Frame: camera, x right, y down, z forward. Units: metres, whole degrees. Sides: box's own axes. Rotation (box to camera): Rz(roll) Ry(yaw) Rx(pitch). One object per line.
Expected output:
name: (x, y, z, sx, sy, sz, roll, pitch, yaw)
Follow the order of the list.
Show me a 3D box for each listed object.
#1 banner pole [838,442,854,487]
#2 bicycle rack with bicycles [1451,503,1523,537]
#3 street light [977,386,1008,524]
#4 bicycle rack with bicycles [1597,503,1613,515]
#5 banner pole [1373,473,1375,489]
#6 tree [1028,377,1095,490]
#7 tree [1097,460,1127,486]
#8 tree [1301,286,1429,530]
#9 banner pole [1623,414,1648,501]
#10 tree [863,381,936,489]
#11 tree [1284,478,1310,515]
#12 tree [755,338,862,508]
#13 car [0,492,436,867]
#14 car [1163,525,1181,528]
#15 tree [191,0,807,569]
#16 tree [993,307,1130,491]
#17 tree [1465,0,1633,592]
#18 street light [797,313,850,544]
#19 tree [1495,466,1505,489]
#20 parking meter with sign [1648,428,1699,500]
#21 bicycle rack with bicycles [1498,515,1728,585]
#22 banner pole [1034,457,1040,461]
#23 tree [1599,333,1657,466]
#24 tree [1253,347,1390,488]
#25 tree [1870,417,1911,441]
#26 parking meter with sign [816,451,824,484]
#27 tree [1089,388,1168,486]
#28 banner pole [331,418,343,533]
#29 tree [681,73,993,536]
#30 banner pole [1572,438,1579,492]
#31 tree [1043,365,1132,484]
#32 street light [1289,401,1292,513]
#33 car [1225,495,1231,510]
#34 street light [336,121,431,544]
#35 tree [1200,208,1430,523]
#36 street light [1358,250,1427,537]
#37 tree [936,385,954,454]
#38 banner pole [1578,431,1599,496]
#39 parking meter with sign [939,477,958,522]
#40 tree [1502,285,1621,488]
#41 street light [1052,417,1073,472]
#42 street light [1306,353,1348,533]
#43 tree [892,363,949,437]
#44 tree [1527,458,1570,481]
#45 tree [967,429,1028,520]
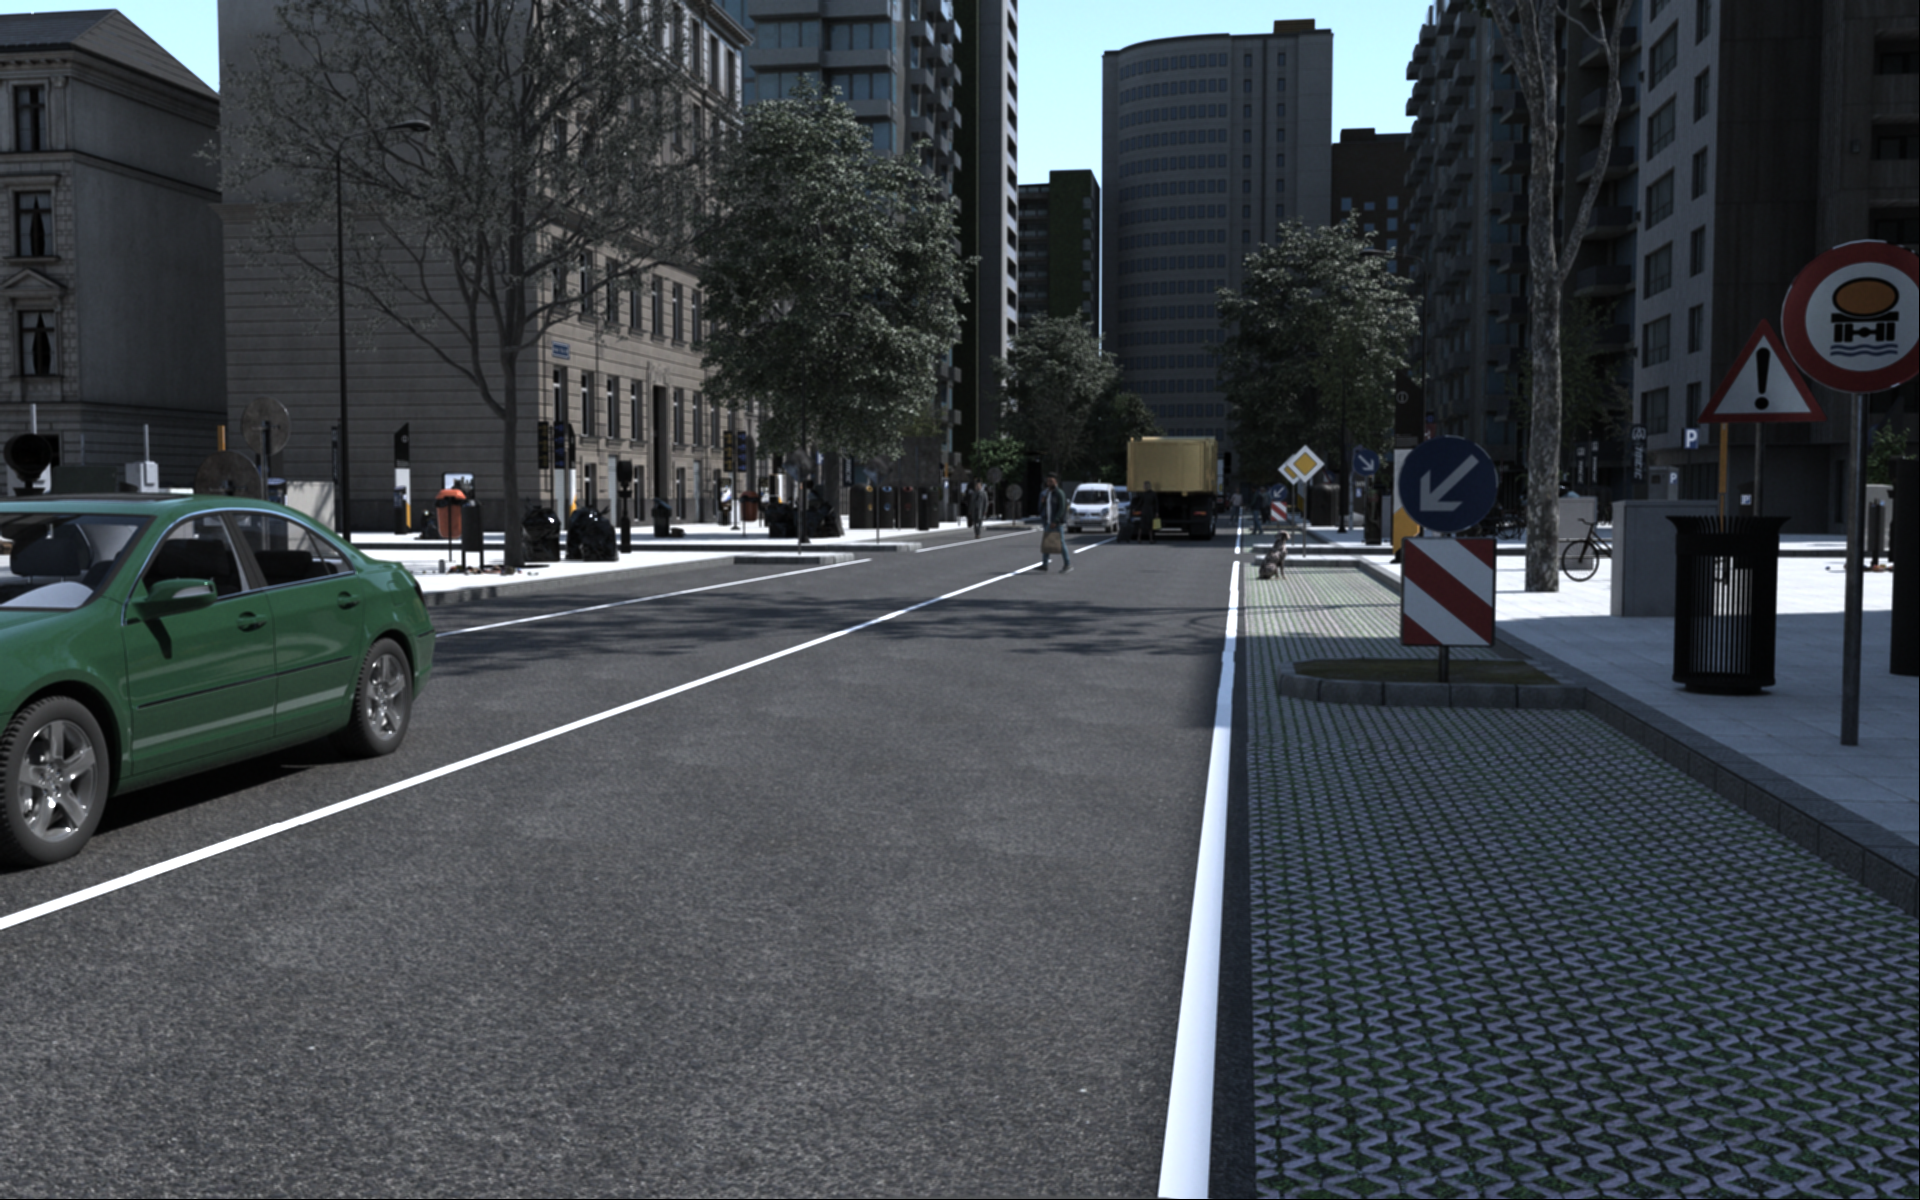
banner pole: (-4.863, -5.080, 73.070, 0.863, 3.779, 0.401, 0, 4, -2)
bicycle rack with bicycles: (15.243, -2.212, 49.543, 2.925, 0.926, 2.852, 2, 4, 34)
street light: (1.355, -6.237, 74.509, 1.470, 5.913, 1.316, 1, 4, 9)
bicycle rack with bicycles: (26.881, -3.523, 70.988, 2.852, 0.926, 2.925, 1, 4, 18)
banner pole: (25.304, -7.088, 105.909, 0.401, 3.779, 0.863, 0, 4, 5)
tree: (6.333, -9.761, 109.948, 4.360, 8.622, 3.978, 0, 3, 0)
tree: (14.324, -10.927, 162.373, 4.285, 4.588, 4.351, 0, 3, 0)
tree: (14.094, -6.789, 61.358, 4.737, 8.622, 4.395, 0, 3, 0)
banner pole: (21.127, -3.937, 54.382, 0.863, 3.779, 0.401, 1, 4, 19)
tree: (-4.263, -8.191, 84.278, 4.360, 8.622, 3.978, 0, 3, 0)
tree: (20.661, -6.848, 106.568, 1.663, 3.219, 1.824, 0, 3, 0)
tree: (-7.253, -7.748, 77.045, 4.360, 8.622, 3.978, 0, 3, 0)
car: (-4.202, 0.217, 8.257, 2.131, 1.459, 4.920, 0, 4, 7)
car: (8.051, -3.254, 65.572, 2.083, 1.381, 4.827, 0, 4, 7)
tree: (-7.930, -7.304, 29.792, 12.009, 13.543, 11.850, 0, 3, 0)
tree: (6.603, -12.891, 117.416, 9.857, 13.997, 8.962, 0, 3, 0)
tree: (6.316, -10.135, 21.594, 12.611, 20.169, 13.585, 0, 3, 0)
street light: (-3.498, -4.407, 44.589, 1.470, 5.913, 1.316, 1, 4, 9)
tree: (30.067, -6.312, 97.805, 1.663, 3.219, 1.824, 0, 3, 0)
parking meter with sign: (18.943, -3.081, 46.643, 0.543, 3.016, 1.738, -2, 4, -27)
bicycle rack with bicycles: (9.890, -0.703, 24.871, 2.925, 0.926, 2.852, -1, 4, -21)
banner pole: (4.714, -7.131, 106.608, 0.401, 3.779, 0.863, 2, 4, 32)
tree: (30.822, -7.755, 77.163, 4.360, 8.622, 3.978, 0, 3, 0)
tree: (20.854, -10.212, 101.374, 8.767, 10.594, 7.601, 1, 4, 13)
tree: (23.448, -2.997, 43.608, 1.663, 3.219, 1.824, 0, 3, 0)
parking meter with sign: (-5.393, -4.564, 70.875, 0.543, 3.016, 1.738, 1, 4, 11)
tree: (18.324, -16.555, 187.678, 9.611, 12.733, 9.660, 0, 3, 0)
banner pole: (-20.352, -4.074, 56.627, 0.401, 3.779, 0.863, 0, 4, 3)
tree: (-3.932, -8.957, 53.107, 9.857, 13.997, 8.962, 0, 3, 0)
banner pole: (27.598, -5.345, 77.407, 0.863, 3.779, 0.401, -1, 4, -17)
tree: (9.863, -12.829, 135.502, 9.928, 11.665, 9.643, 0, 3, 0)
street light: (16.857, -6.967, 86.452, 1.470, 5.913, 1.316, 1, 4, 9)
car: (22.841, -8.788, 152.729, 2.155, 1.783, 4.494, 0, 4, 7)
street light: (-7.266, -3.012, 21.795, 1.470, 5.913, 1.316, 1, 4, 9)
tree: (15.910, -10.432, 77.226, 9.857, 13.997, 8.962, 0, 3, 0)
street light: (8.274, -3.699, 33.025, 1.470, 5.913, 1.316, 1, 4, 9)
tree: (-2.498, -9.697, 108.907, 4.360, 8.622, 3.978, 0, 3, 0)
banner pole: (25.132, -4.822, 68.857, 0.401, 3.779, 0.863, -1, 4, -13)
parking meter with sign: (-0.895, -5.070, 79.161, 1.738, 3.016, 0.543, 2, 4, 35)
tree: (21.496, -6.807, 61.650, 4.737, 8.622, 4.395, 0, 3, 0)
street light: (6.102, -8.036, 103.925, 1.470, 5.913, 1.316, 1, 4, 9)
street light: (12.080, -5.171, 57.093, 1.470, 5.913, 1.316, 1, 4, 9)
tree: (-2.714, -8.725, 93.016, 4.737, 8.622, 4.395, 0, 3, 0)
tree: (25.431, -4.924, 75.110, 1.663, 3.219, 1.824, 0, 3, 0)
tree: (1.972, -6.336, 87.304, 4.285, 4.588, 4.351, 0, 3, 0)
